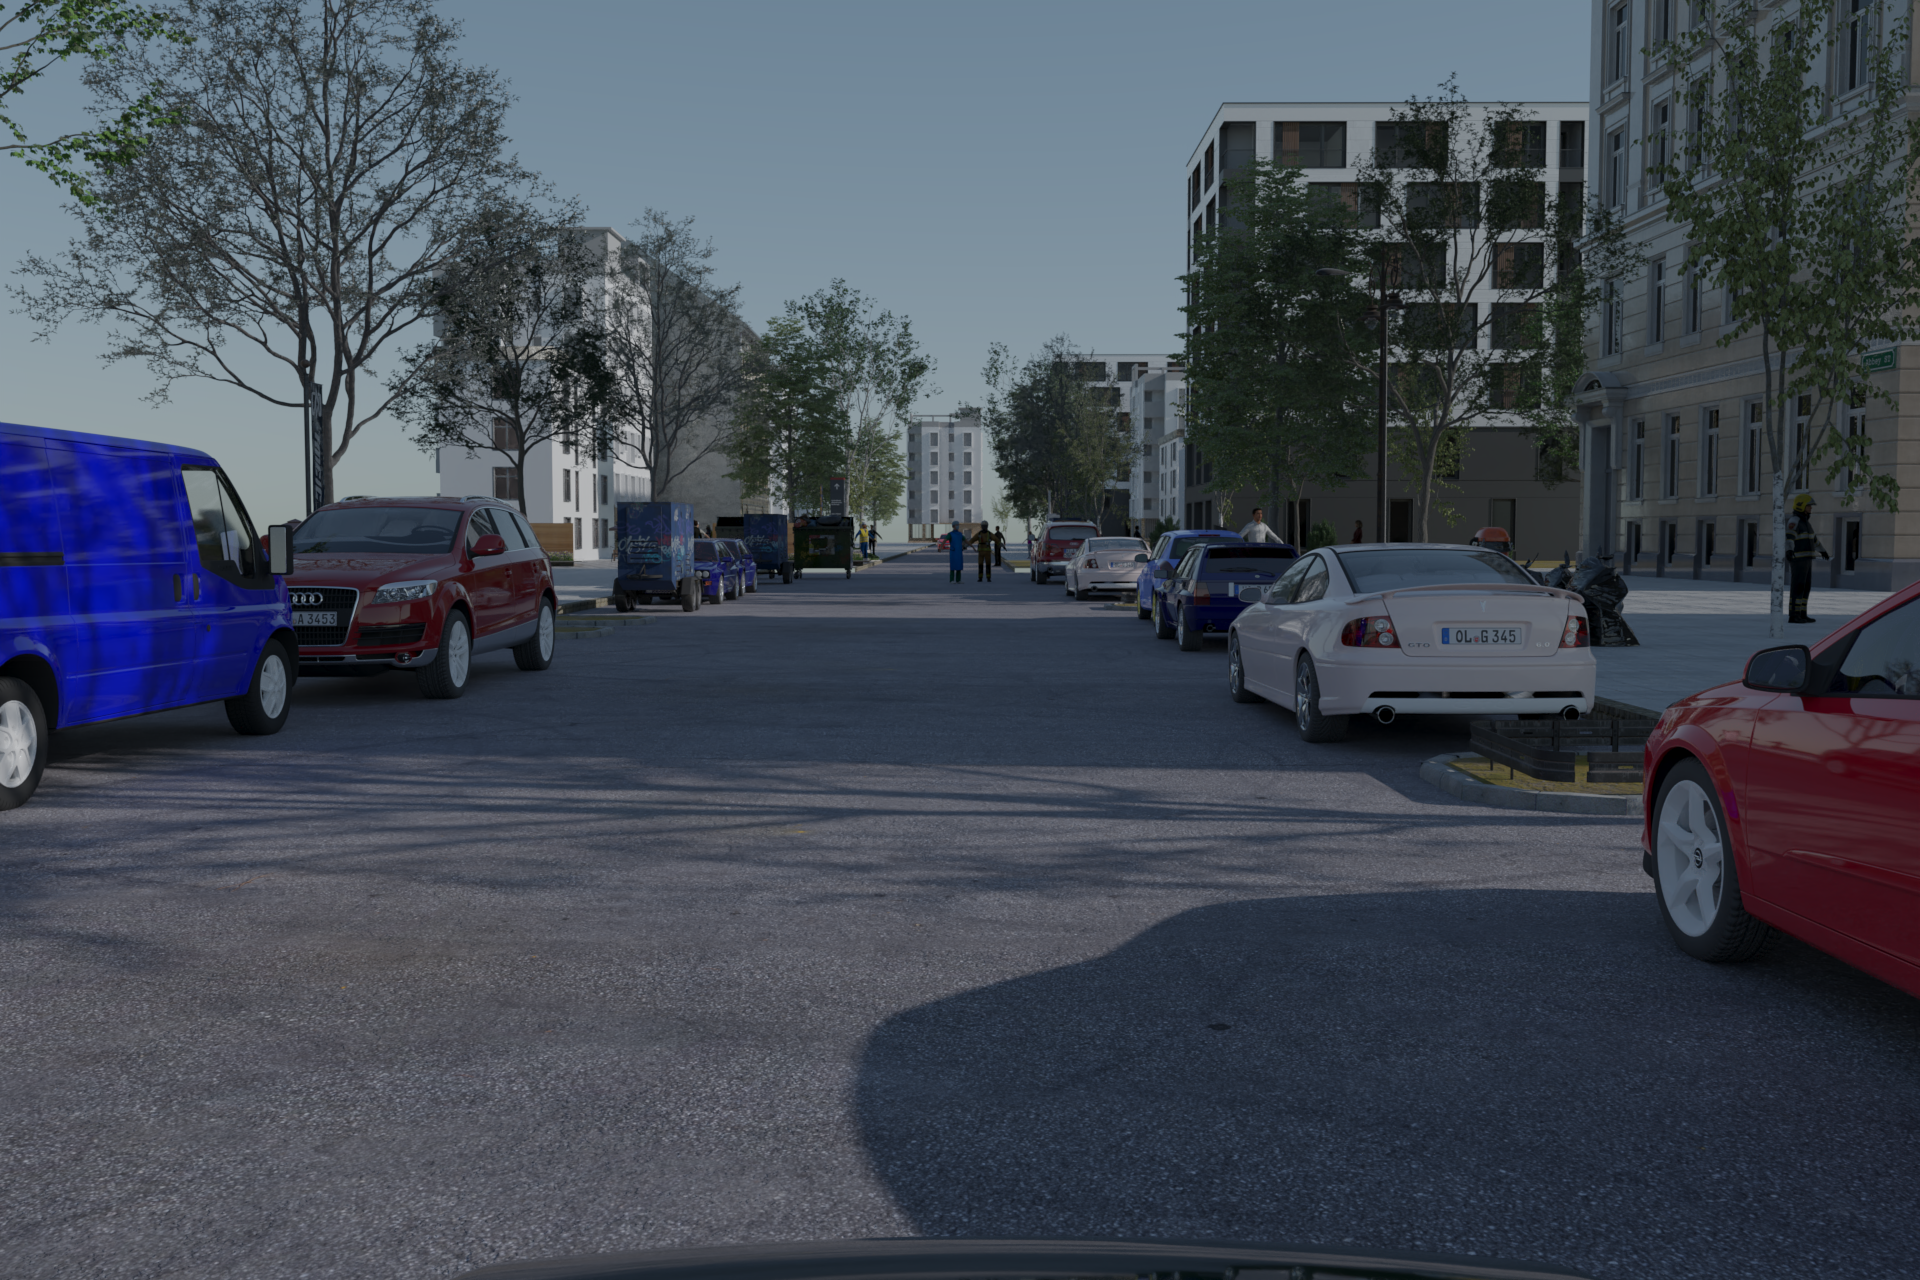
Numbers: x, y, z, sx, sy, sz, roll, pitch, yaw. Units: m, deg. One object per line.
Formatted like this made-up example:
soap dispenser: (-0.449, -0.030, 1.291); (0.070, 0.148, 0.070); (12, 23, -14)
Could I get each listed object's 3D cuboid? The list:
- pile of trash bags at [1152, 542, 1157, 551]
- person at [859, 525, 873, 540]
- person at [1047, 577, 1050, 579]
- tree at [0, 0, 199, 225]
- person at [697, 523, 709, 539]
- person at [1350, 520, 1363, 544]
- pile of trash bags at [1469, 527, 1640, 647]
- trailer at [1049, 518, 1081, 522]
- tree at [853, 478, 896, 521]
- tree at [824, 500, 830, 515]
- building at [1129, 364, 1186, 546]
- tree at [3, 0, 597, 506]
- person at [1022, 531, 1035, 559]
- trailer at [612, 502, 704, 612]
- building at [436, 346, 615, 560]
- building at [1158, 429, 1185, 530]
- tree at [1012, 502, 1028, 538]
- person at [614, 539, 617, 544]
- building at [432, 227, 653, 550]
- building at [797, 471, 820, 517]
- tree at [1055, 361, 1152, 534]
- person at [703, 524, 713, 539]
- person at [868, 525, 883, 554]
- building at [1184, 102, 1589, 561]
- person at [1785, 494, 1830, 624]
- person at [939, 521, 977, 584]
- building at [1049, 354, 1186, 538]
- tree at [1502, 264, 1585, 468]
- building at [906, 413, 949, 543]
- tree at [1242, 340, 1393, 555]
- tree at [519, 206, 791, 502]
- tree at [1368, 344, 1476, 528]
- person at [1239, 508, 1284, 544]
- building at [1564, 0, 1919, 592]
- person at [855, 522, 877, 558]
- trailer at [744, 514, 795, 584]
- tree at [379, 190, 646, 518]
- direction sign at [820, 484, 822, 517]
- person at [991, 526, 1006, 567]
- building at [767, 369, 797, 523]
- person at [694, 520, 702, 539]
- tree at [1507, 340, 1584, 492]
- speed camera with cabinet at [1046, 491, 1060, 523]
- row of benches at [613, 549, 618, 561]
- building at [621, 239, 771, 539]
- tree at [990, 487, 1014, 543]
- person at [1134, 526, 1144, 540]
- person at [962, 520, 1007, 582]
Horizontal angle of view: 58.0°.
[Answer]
pile of trash bags: (7.385, -2.964, 58.206); (1.912, 1.369, 3.447); (0, 4, 0)
person: (-5.437, -5.713, 99.596); (0.705, 1.806, 1.347); (-3, 4, -37)
person: (2.674, -2.838, 55.321); (0.721, 1.772, 1.216); (1, 4, 22)
tree: (-11.627, -5.588, 17.125); (9.928, 11.665, 9.643); (0, 3, 0)
person: (-11.759, -4.377, 77.428); (1.347, 1.847, 0.705); (-1, 4, -13)
person: (12.664, -2.976, 55.462); (0.721, 1.729, 1.215); (2, 4, 24)
pile of trash bags: (6.856, -0.696, 21.132); (1.912, 1.369, 3.447); (0, 4, 1)
trailer: (3.709, -3.374, 62.211); (1.471, 1.999, 3.904); (0, 4, -1)
tree: (-12.880, -20.007, 261.531); (7.601, 10.594, 8.767); (1, 4, 9)
tree: (-21.010, -19.708, 256.630); (7.601, 10.594, 8.767); (0, 4, 1)
building: (24.126, -20.570, 192.738); (16.016, 20.090, 11.380); (0, 4, 1)
tree: (-12.094, -7.502, 33.027); (12.009, 13.543, 11.850); (0, 3, 0)
person: (3.603, -4.949, 90.188); (0.599, 1.433, 0.991); (3, 5, 44)
trailer: (-5.590, -1.490, 31.406); (1.471, 1.999, 3.904); (0, 4, 0)
building: (-22.694, -9.134, 91.484); (9.099, 9.664, 28.070); (0, 3, 0)
building: (21.887, -12.012, 138.537); (9.099, 9.664, 28.070); (0, 4, 0)
tree: (9.988, -19.043, 261.715); (4.737, 8.622, 4.395); (0, 3, 0)
person: (-12.350, -3.617, 65.279); (1.346, 1.812, 0.704); (-1, 4, -9)
building: (-26.485, -15.390, 108.039); (16.016, 20.090, 11.380); (0, 4, 0)
building: (-22.798, -17.523, 228.652); (9.099, 9.664, 28.070); (0, 4, 1)
tree: (5.941, -7.544, 73.703); (4.360, 8.622, 3.978); (0, 3, 0)
person: (-14.994, -5.949, 103.047); (0.705, 1.856, 1.354); (1, 4, 12)
person: (-5.173, -5.839, 101.401); (1.347, 1.837, 0.705); (1, 4, 8)
building: (26.480, -15.570, 98.541); (27.936, 21.610, 32.646); (0, 4, 0)
person: (12.132, -1.171, 24.919); (1.351, 1.858, 0.704); (-3, 5, -43)
person: (-0.100, -2.526, 49.888); (1.347, 1.817, 0.704); (-3, 4, -39)
building: (24.802, -22.564, 212.898); (27.936, 21.610, 32.646); (0, 4, 1)
tree: (24.470, -8.538, 65.352); (9.928, 11.665, 9.643); (0, 3, 0)
building: (-7.717, -24.662, 262.099); (11.380, 20.090, 16.016); (0, 4, -1)
tree: (14.574, -8.526, 73.818); (8.767, 10.594, 7.601); (2, 4, 30)
tree: (-11.303, -9.407, 64.179); (12.009, 13.543, 11.850); (0, 3, 0)
tree: (17.436, -7.020, 65.141); (4.737, 8.622, 4.395); (0, 3, 0)
person: (6.045, -1.774, 35.166); (1.344, 1.810, 0.704); (-1, 4, -21)
building: (26.749, -15.976, 47.119); (13.634, 28.700, 20.117); (0, 4, 0)
person: (-4.313, -4.419, 78.221); (1.349, 1.833, 0.705); (-3, 5, -44)
trailer: (-5.582, -2.585, 49.316); (1.471, 1.999, 3.904); (0, 4, 0)
tree: (-12.354, -6.933, 47.761); (7.601, 10.594, 8.767); (-1, 4, -21)
direction sign: (-6.261, -5.270, 78.167); (0.379, 3.537, 0.876); (0, 4, 1)
person: (1.637, -4.133, 76.249); (0.704, 1.802, 1.346); (3, 4, 39)
building: (-24.818, -20.899, 198.119); (16.016, 20.090, 11.380); (0, 4, -1)
person: (-10.007, -3.611, 65.218); (0.705, 1.806, 1.347); (1, 4, 20)
tree: (28.953, -8.708, 76.791); (8.767, 10.594, 7.601); (-1, 4, -21)
speed camera with cabinet: (4.239, -5.117, 78.005); (0.660, 3.252, 2.038); (0, 4, 1)
row of benches: (-15.610, -4.186, 83.901); (1.422, 0.672, 4.104); (1, 4, 18)
building: (-25.098, -18.547, 134.180); (19.493, 23.208, 18.063); (0, 4, 0)
tree: (6.598, -18.708, 256.236); (4.737, 8.622, 4.395); (0, 3, 0)
person: (9.745, -5.365, 94.437); (0.721, 1.740, 1.216); (-1, 4, -16)
person: (0.736, -2.673, 51.926); (1.354, 1.858, 0.705); (0, 4, 5)
